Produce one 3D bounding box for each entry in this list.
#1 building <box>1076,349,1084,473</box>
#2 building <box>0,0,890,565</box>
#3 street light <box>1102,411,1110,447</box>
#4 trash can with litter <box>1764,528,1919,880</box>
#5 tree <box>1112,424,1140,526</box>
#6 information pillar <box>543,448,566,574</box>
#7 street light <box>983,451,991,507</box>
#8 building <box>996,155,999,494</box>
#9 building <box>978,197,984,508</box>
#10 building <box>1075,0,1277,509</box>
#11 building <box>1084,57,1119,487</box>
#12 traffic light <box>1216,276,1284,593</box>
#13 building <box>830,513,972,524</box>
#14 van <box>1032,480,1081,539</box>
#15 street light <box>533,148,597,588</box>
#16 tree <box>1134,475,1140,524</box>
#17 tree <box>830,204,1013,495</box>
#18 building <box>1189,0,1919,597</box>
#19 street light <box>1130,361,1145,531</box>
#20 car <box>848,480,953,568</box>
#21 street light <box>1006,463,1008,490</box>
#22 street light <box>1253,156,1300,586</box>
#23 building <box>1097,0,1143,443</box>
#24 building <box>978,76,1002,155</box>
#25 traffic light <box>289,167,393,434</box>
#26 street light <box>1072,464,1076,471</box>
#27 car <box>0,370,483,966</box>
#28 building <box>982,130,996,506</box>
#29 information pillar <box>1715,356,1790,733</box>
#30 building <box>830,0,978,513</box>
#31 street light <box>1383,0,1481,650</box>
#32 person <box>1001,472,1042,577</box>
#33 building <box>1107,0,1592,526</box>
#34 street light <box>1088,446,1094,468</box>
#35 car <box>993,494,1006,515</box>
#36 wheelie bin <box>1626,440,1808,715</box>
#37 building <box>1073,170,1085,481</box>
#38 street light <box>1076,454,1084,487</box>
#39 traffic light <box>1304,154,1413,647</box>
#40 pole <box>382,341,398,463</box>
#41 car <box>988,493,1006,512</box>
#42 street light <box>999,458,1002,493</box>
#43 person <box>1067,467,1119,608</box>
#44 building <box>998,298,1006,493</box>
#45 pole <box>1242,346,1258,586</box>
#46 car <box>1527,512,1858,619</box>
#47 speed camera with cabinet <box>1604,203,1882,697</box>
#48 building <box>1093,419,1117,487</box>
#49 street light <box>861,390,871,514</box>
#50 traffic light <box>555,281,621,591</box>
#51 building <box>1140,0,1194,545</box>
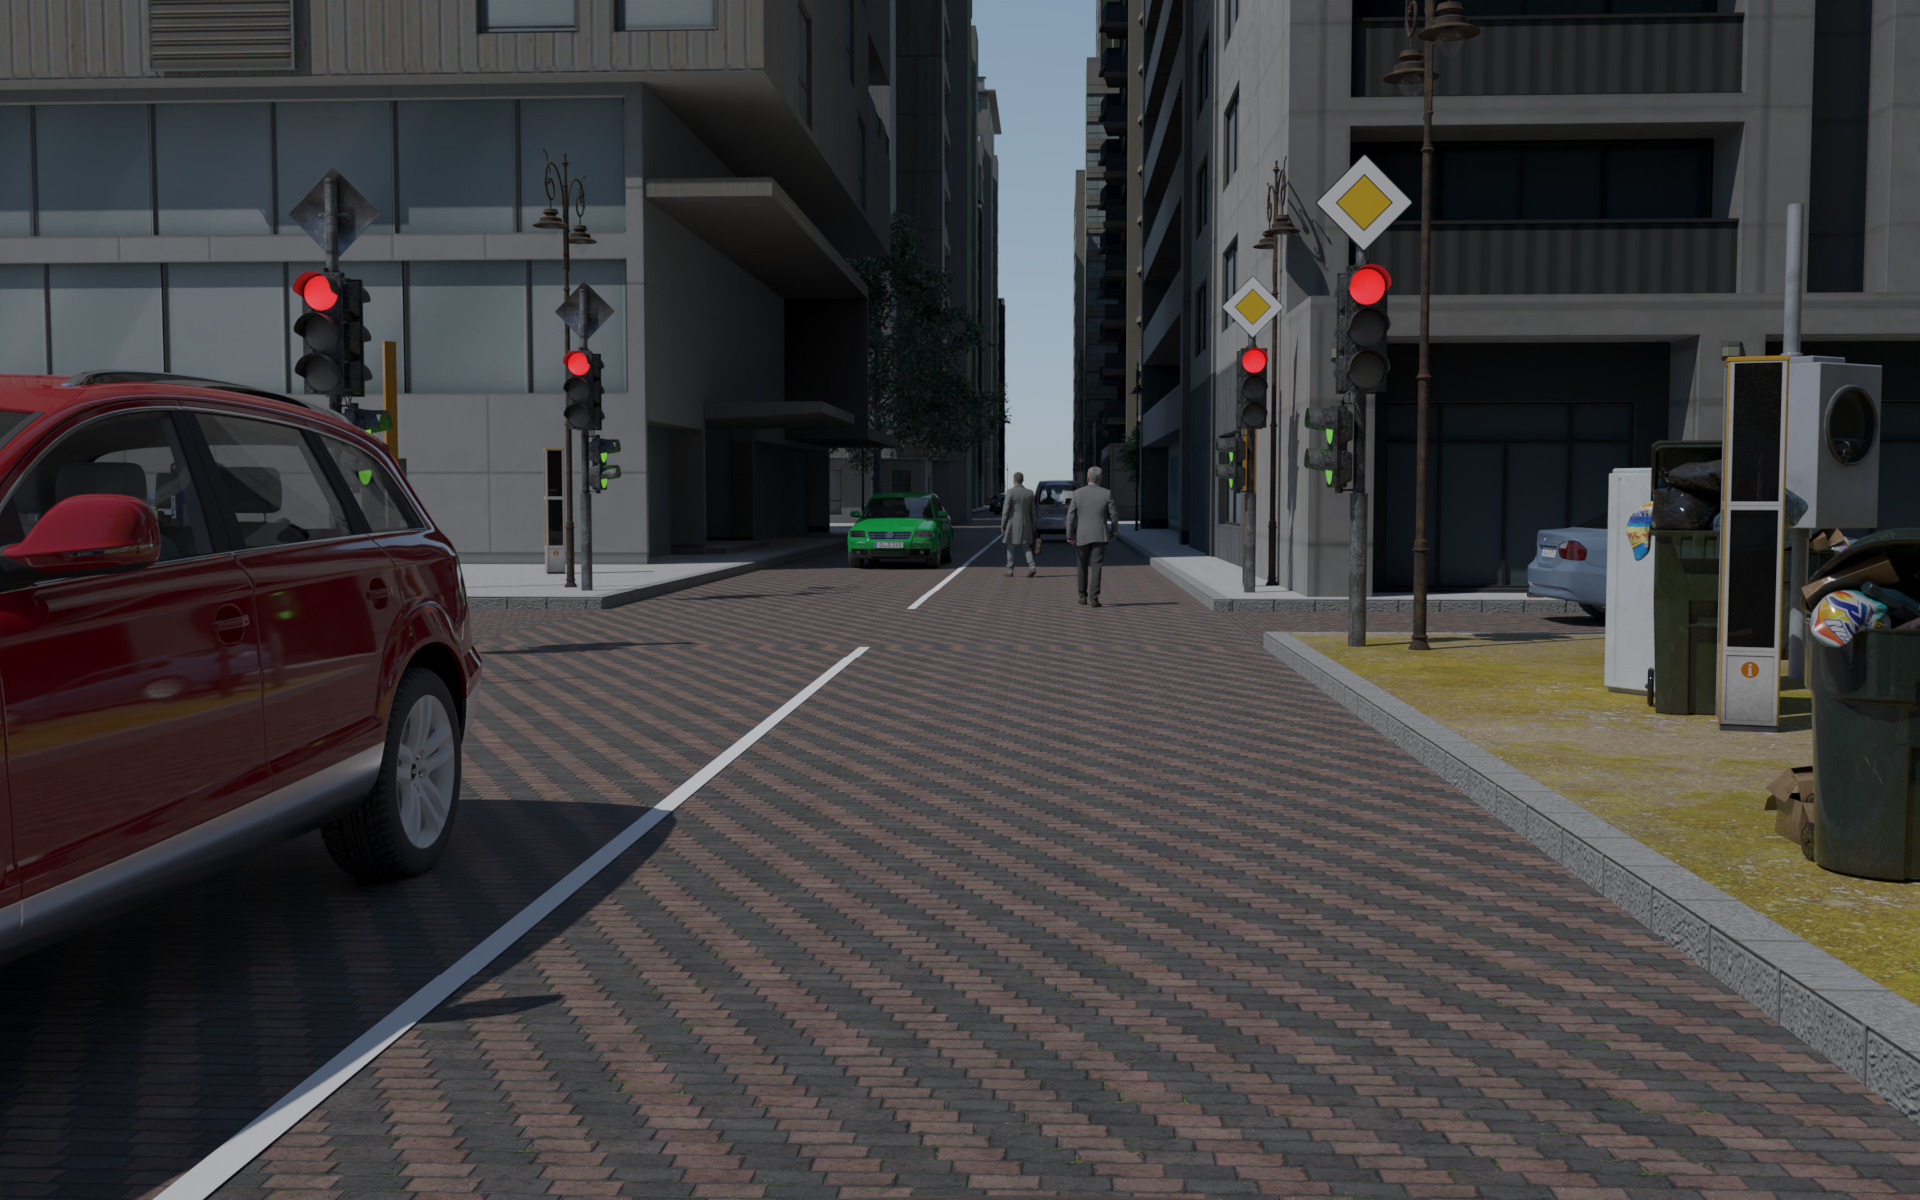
[{"bbox_3d":[28.791,-22.958,220.394,27.650,21.520,28.899,0,4,3],"label":"building"},{"bbox_3d":[-16.098,-27.734,42.685,28.713,52.752,27.495,0,4,3],"label":"building"},{"bbox_3d":[8.387,-7.745,99.418,0.468,5.910,1.993,0,4,3],"label":"street light"},{"bbox_3d":[3.130,0.323,6.108,0.624,1.170,1.055,0,4,5],"label":"trash can with litter"},{"bbox_3d":[7.721,-5.216,69.003,4.285,4.588,4.351,0,3,0],"label":"tree"},{"bbox_3d":[-6.513,-1.427,27.820,0.304,2.012,0.304,-1,4,-19],"label":"information pillar"},{"bbox_3d":[2.594,-12.238,172.872,0.468,5.910,1.993,0,4,3],"label":"street light"},{"bbox_3d":[-2.735,-31.788,203.321,14.154,41.232,14.086,0,4,3],"label":"building"},{"bbox_3d":[-5.046,-23.879,162.122,14.160,30.474,14.107,0,4,3],"label":"building"},{"bbox_3d":[23.422,-46.249,194.420,20.563,71.187,20.611,0,4,3],"label":"building"},{"bbox_3d":[18.925,-29.480,165.588,14.154,41.232,14.086,0,4,3],"label":"building"},{"bbox_3d":[3.756,-2.052,22.471,0.839,4.253,0.868,0,4,3],"label":"traffic light"},{"bbox_3d":[-6.749,-24.308,81.031,14.154,41.232,14.086,0,4,3],"label":"building"},{"bbox_3d":[3.016,-2.808,52.922,2.013,2.044,4.112,0,4,3],"label":"van"},{"bbox_3d":[-5.355,-3.111,23.655,0.468,5.910,1.993,0,4,3],"label":"street light"},{"bbox_3d":[8.167,-4.816,73.348,1.663,3.219,1.824,0,3,0],"label":"tree"},{"bbox_3d":[-3.180,-9.211,67.607,9.611,12.733,9.660,0,3,0],"label":"tree"},{"bbox_3d":[15.156,-36.133,29.023,20.611,71.187,20.563,0,4,3],"label":"building"},{"bbox_3d":[6.171,-5.355,60.340,0.468,5.910,1.993,0,4,3],"label":"street light"},{"bbox_3d":[-1.155,-1.597,34.905,1.959,1.807,4.718,0,4,5],"label":"car"},{"bbox_3d":[7.009,-17.330,256.126,0.468,5.910,1.993,0,4,3],"label":"street light"},{"bbox_3d":[4.382,-3.142,24.152,0.468,5.910,1.993,0,4,3],"label":"street light"},{"bbox_3d":[20.225,-28.014,112.648,22.147,44.769,28.867,0,4,3],"label":"building"},{"bbox_3d":[-9.333,-38.830,224.101,28.713,52.752,27.495,0,4,3],"label":"building"},{"bbox_3d":[-5.370,-1.592,14.945,0.839,4.253,0.868,0,4,3],"label":"traffic light"},{"bbox_3d":[14.750,-15.135,220.239,0.468,5.910,1.993,0,4,3],"label":"street light"},{"bbox_3d":[-3.105,0.219,5.093,2.281,1.827,5.304,0,4,4],"label":"car"},{"bbox_3d":[-3.662,-30.922,189.174,14.154,41.232,14.086,0,4,3],"label":"building"},{"bbox_3d":[4.302,-0.301,9.413,0.304,2.012,0.304,1,4,20],"label":"information pillar"},{"bbox_3d":[-5.754,-28.348,147.087,14.154,41.232,14.086,0,4,3],"label":"building"},{"bbox_3d":[3.790,-2.527,14.108,0.468,5.910,1.993,0,4,3],"label":"street light"},{"bbox_3d":[1.022,-1.299,29.847,0.694,1.812,0.767,-2,4,-26],"label":"person"},{"bbox_3d":[17.655,-39.577,85.335,20.563,71.187,20.611,0,4,3],"label":"building"},{"bbox_3d":[10.260,-9.970,135.789,0.468,5.910,1.993,0,4,3],"label":"street light"},{"bbox_3d":[3.403,-6.731,121.856,2.131,1.459,4.920,0,4,4],"label":"car"},{"bbox_3d":[4.420,-0.137,10.153,0.980,1.594,0.693,1,4,22],"label":"wheelie bin"},{"bbox_3d":[26.823,-37.998,244.972,21.300,48.544,21.600,0,4,3],"label":"building"},{"bbox_3d":[12.826,-12.922,184.058,0.468,5.910,1.993,0,4,3],"label":"street light"},{"bbox_3d":[3.330,-1.564,14.497,0.839,4.253,0.868,0,4,3],"label":"traffic light"},{"bbox_3d":[-7.620,-1.797,23.216,0.158,3.312,0.155,0,3,0],"label":"pole"},{"bbox_3d":[3.304,-7.889,138.027,2.155,1.783,4.494,0,4,4],"label":"car"},{"bbox_3d":[5.142,-15.096,219.610,0.468,5.910,1.993,0,4,3],"label":"street light"},{"bbox_3d":[1.694,-0.813,22.190,0.661,1.777,0.834,0,4,2],"label":"person"},{"bbox_3d":[-0.762,-28.994,245.752,14.160,30.474,14.107,0,4,3],"label":"building"},{"bbox_3d":[4.009,-1.841,23.942,0.158,3.312,0.155,0,3,0],"label":"pole"},{"bbox_3d":[8.670,-0.439,19.182,4.499,1.417,2.014,0,4,3],"label":"car"},{"bbox_3d":[5.197,-1.045,11.416,2.038,3.252,0.660,-2,4,-29],"label":"speed camera with cabinet"},{"bbox_3d":[22.579,-50.692,141.478,22.319,86.520,31.000,0,4,3],"label":"building"},{"bbox_3d":[-3.363,-5.329,59.916,0.468,5.910,1.993,0,4,3],"label":"street light"},{"bbox_3d":[-4.944,-2.079,22.918,0.839,4.253,0.868,0,4,3],"label":"traffic light"},{"bbox_3d":[16.786,-26.206,52.176,21.300,48.544,21.600,0,4,3],"label":"building"}]
